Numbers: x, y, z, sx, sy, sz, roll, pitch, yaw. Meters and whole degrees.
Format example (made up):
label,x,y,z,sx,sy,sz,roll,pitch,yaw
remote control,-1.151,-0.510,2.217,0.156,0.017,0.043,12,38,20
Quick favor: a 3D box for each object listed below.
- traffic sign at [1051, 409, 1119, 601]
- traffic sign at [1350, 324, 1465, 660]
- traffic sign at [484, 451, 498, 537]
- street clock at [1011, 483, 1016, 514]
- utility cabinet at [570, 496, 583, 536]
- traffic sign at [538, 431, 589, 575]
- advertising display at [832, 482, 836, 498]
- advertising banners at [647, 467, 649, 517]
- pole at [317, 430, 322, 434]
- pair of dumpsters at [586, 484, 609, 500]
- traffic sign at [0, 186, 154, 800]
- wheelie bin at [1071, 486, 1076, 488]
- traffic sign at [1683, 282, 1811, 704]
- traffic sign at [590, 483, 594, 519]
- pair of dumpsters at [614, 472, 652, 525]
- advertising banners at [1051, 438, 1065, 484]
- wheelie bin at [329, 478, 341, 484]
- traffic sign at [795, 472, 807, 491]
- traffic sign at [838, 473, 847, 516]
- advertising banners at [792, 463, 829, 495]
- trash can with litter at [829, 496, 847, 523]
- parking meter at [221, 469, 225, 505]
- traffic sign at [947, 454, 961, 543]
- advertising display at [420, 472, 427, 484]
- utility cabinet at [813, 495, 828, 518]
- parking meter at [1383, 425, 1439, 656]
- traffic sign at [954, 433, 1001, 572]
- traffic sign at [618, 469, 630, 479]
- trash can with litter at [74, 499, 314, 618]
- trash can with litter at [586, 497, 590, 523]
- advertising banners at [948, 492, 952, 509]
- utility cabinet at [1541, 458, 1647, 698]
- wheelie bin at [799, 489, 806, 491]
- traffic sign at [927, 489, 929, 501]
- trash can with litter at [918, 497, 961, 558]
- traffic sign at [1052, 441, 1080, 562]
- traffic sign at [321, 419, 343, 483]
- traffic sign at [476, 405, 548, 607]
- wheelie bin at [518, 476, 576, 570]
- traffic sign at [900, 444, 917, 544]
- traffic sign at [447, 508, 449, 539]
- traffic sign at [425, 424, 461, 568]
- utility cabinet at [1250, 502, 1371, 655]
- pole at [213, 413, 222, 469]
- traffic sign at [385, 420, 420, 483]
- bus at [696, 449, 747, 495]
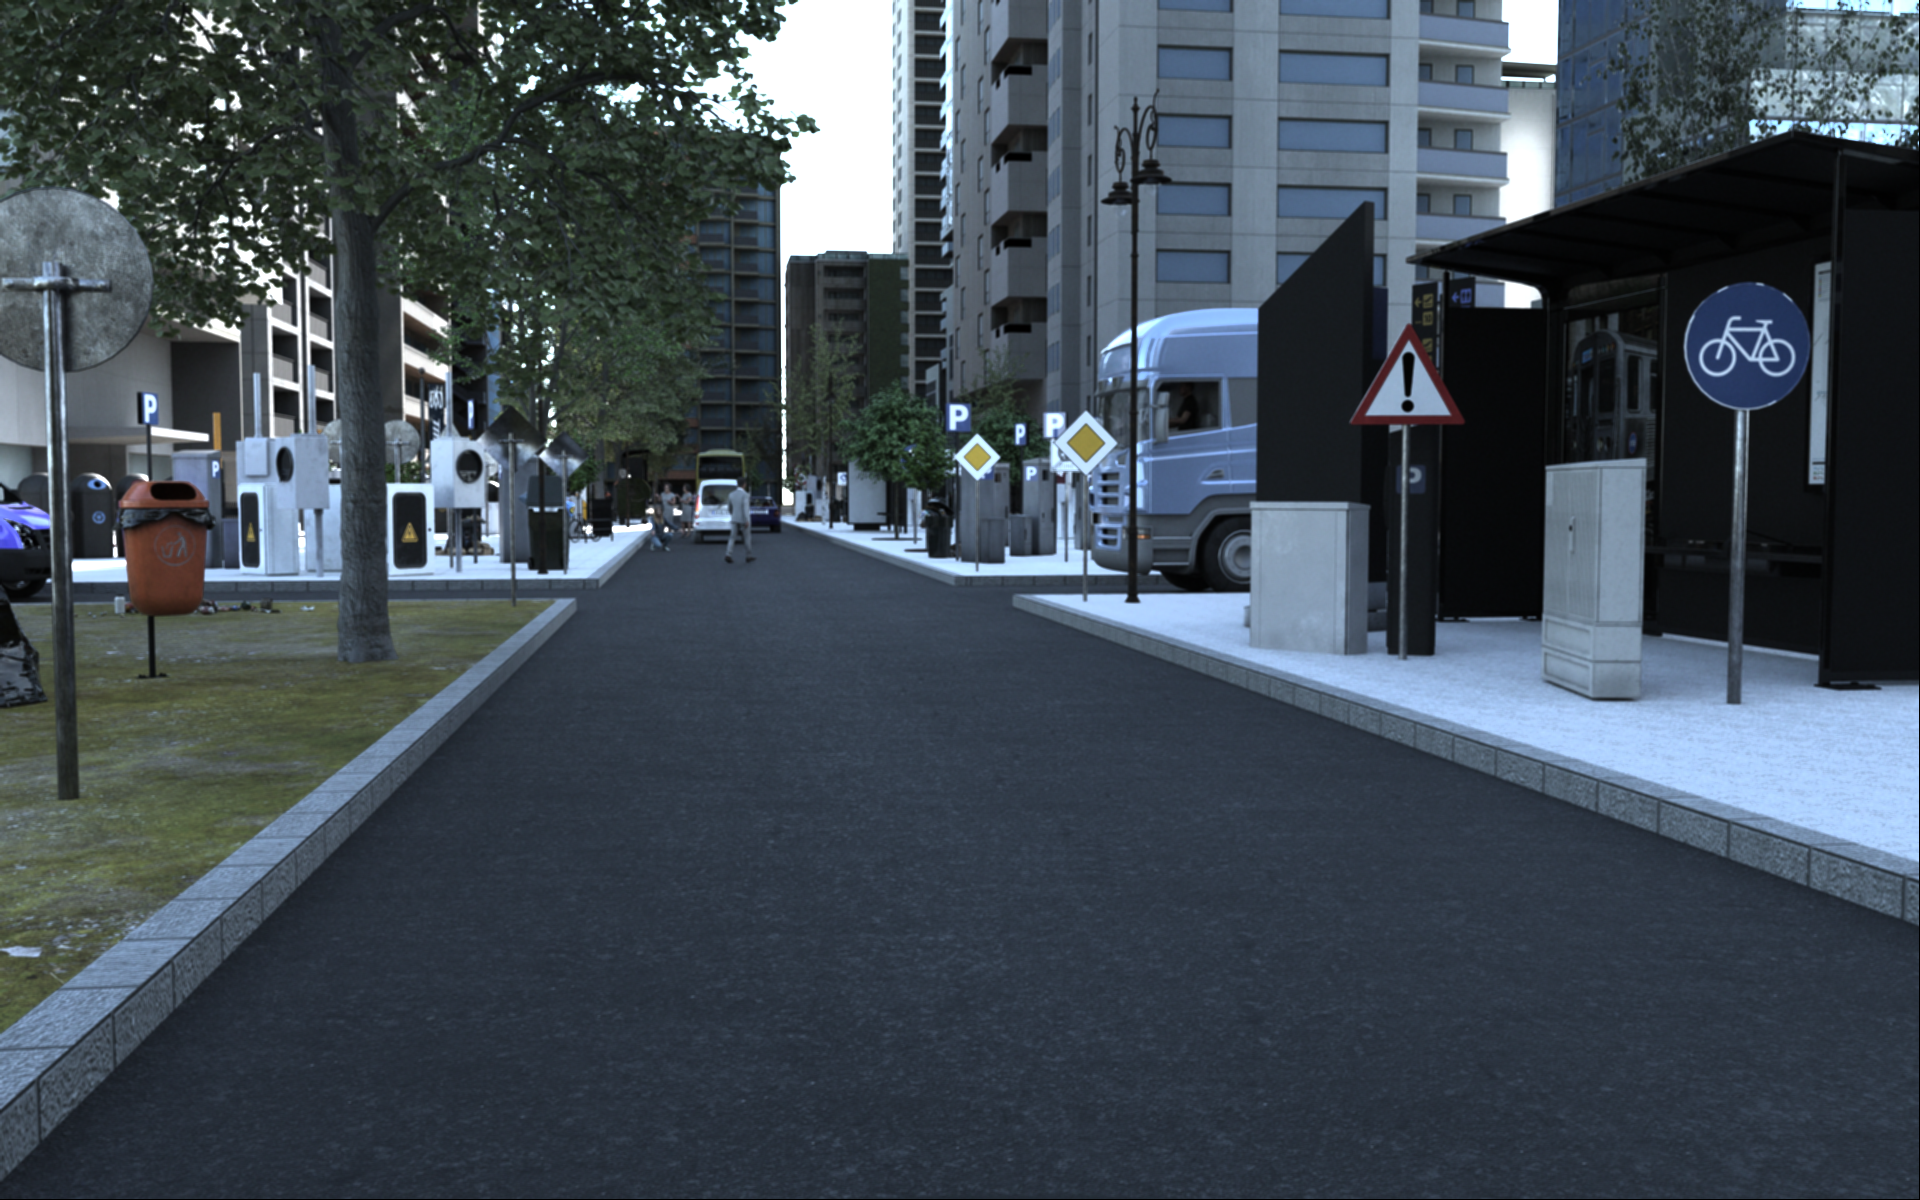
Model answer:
label,x,y,z,sx,sy,sz,roll,pitch,yaw
traffic sign,1.493,-1.040,20.644,0.795,2.450,0.064,-1,4,-9
traffic sign,3.427,-0.815,13.334,0.884,2.594,0.081,0,4,-1
traffic sign,-14.115,-3.153,51.651,0.768,2.556,0.104,0,4,1
street clock,3.016,-5.708,97.890,0.358,2.002,0.471,0,4,6
utility cabinet,-12.096,-2.567,53.140,1.020,1.237,0.306,-3,4,-38
traffic sign,-6.290,-1.462,27.552,0.795,2.450,0.064,-1,4,-9
advertising display,-6.664,-5.295,91.793,0.123,1.923,0.974,0,3,0
advertising banners,-17.835,-6.283,98.909,0.090,3.025,2.074,-1,4,-11
pole,-20.295,-3.744,55.055,0.158,3.312,0.155,0,3,0
pair of dumpsters,-20.402,-5.751,96.524,1.574,2.255,4.437,-1,4,-9
traffic sign,-3.753,-0.435,7.213,0.768,2.556,0.104,0,4,-8
wheelie bin,4.629,-3.828,70.491,0.980,1.594,0.693,2,4,25
traffic sign,4.737,-0.637,10.522,0.768,2.556,0.104,0,4,-1
traffic sign,-15.712,-4.378,73.708,0.606,2.300,0.079,0,4,-6
pair of dumpsters,-13.853,-4.335,73.375,1.574,2.255,4.437,-1,4,-9
advertising banners,3.297,-3.016,45.501,2.074,3.025,0.090,-1,4,-18
wheelie bin,-12.463,-1.650,34.884,0.980,1.594,0.693,-3,4,-38
traffic sign,-8.760,-5.855,95.827,0.768,2.556,0.104,-1,4,-8
traffic sign,-5.468,-4.868,81.727,0.606,2.300,0.079,0,4,-2
advertising banners,-8.483,-6.230,98.048,2.074,3.025,0.090,0,4,2
trash can with litter,-5.385,-4.086,78.195,1.055,1.170,0.624,1,4,15
parking meter,-14.565,-1.716,33.774,0.255,1.863,0.399,2,4,35
traffic sign,-0.087,-2.331,40.241,0.606,2.300,0.079,0,4,-6
advertising display,-15.617,-2.768,50.471,0.123,1.923,0.974,-1,4,-12
utility cabinet,-7.706,-5.087,94.338,1.020,1.237,0.306,1,4,12
parking meter,3.598,-0.497,13.844,0.399,1.863,0.255,1,4,22
traffic sign,0.281,-1.523,28.537,0.795,2.450,0.064,-1,4,-9
traffic sign,-16.999,-5.331,87.273,0.768,2.556,0.104,0,4,-6
trash can with litter,-8.216,-0.470,18.745,2.233,1.210,1.678,0,4,-6
trash can with litter,-16.408,-3.931,75.662,0.624,1.170,1.055,0,4,5
advertising banners,0.185,-6.362,100.211,2.074,3.025,0.090,2,4,29
utility cabinet,4.085,-0.157,11.245,0.318,1.500,1.173,0,4,4
wheelie bin,-8.900,-5.611,99.654,0.980,1.594,0.693,1,4,15
traffic sign,-1.159,-3.680,62.291,0.606,2.300,0.079,0,4,-3
trash can with litter,-0.307,-1.443,34.983,0.624,1.170,1.055,3,4,38
traffic sign,2.004,-1.862,32.578,0.606,2.300,0.079,0,4,0
traffic sign,-10.409,-1.781,29.228,0.768,2.556,0.104,0,4,-3
traffic sign,-5.078,-0.980,19.659,0.795,2.450,0.064,-1,4,-9
wheelie bin,-7.003,-1.316,29.424,0.980,1.594,0.693,0,4,-2
traffic sign,-1.148,-2.709,44.405,0.768,2.556,0.104,0,4,-1
traffic sign,-13.897,-2.870,47.027,0.768,2.556,0.104,0,4,-1
traffic sign,-8.842,-1.838,30.060,0.884,2.594,0.081,0,4,1
utility cabinet,2.860,-0.186,14.208,0.306,1.237,1.020,-3,5,-40
pole,-18.594,-3.032,43.419,0.158,3.312,0.155,0,3,0
traffic sign,-9.646,-1.811,29.720,0.768,2.556,0.104,0,4,-3
bus,-13.057,-6.312,94.748,2.896,3.916,12.252,0,4,-8
